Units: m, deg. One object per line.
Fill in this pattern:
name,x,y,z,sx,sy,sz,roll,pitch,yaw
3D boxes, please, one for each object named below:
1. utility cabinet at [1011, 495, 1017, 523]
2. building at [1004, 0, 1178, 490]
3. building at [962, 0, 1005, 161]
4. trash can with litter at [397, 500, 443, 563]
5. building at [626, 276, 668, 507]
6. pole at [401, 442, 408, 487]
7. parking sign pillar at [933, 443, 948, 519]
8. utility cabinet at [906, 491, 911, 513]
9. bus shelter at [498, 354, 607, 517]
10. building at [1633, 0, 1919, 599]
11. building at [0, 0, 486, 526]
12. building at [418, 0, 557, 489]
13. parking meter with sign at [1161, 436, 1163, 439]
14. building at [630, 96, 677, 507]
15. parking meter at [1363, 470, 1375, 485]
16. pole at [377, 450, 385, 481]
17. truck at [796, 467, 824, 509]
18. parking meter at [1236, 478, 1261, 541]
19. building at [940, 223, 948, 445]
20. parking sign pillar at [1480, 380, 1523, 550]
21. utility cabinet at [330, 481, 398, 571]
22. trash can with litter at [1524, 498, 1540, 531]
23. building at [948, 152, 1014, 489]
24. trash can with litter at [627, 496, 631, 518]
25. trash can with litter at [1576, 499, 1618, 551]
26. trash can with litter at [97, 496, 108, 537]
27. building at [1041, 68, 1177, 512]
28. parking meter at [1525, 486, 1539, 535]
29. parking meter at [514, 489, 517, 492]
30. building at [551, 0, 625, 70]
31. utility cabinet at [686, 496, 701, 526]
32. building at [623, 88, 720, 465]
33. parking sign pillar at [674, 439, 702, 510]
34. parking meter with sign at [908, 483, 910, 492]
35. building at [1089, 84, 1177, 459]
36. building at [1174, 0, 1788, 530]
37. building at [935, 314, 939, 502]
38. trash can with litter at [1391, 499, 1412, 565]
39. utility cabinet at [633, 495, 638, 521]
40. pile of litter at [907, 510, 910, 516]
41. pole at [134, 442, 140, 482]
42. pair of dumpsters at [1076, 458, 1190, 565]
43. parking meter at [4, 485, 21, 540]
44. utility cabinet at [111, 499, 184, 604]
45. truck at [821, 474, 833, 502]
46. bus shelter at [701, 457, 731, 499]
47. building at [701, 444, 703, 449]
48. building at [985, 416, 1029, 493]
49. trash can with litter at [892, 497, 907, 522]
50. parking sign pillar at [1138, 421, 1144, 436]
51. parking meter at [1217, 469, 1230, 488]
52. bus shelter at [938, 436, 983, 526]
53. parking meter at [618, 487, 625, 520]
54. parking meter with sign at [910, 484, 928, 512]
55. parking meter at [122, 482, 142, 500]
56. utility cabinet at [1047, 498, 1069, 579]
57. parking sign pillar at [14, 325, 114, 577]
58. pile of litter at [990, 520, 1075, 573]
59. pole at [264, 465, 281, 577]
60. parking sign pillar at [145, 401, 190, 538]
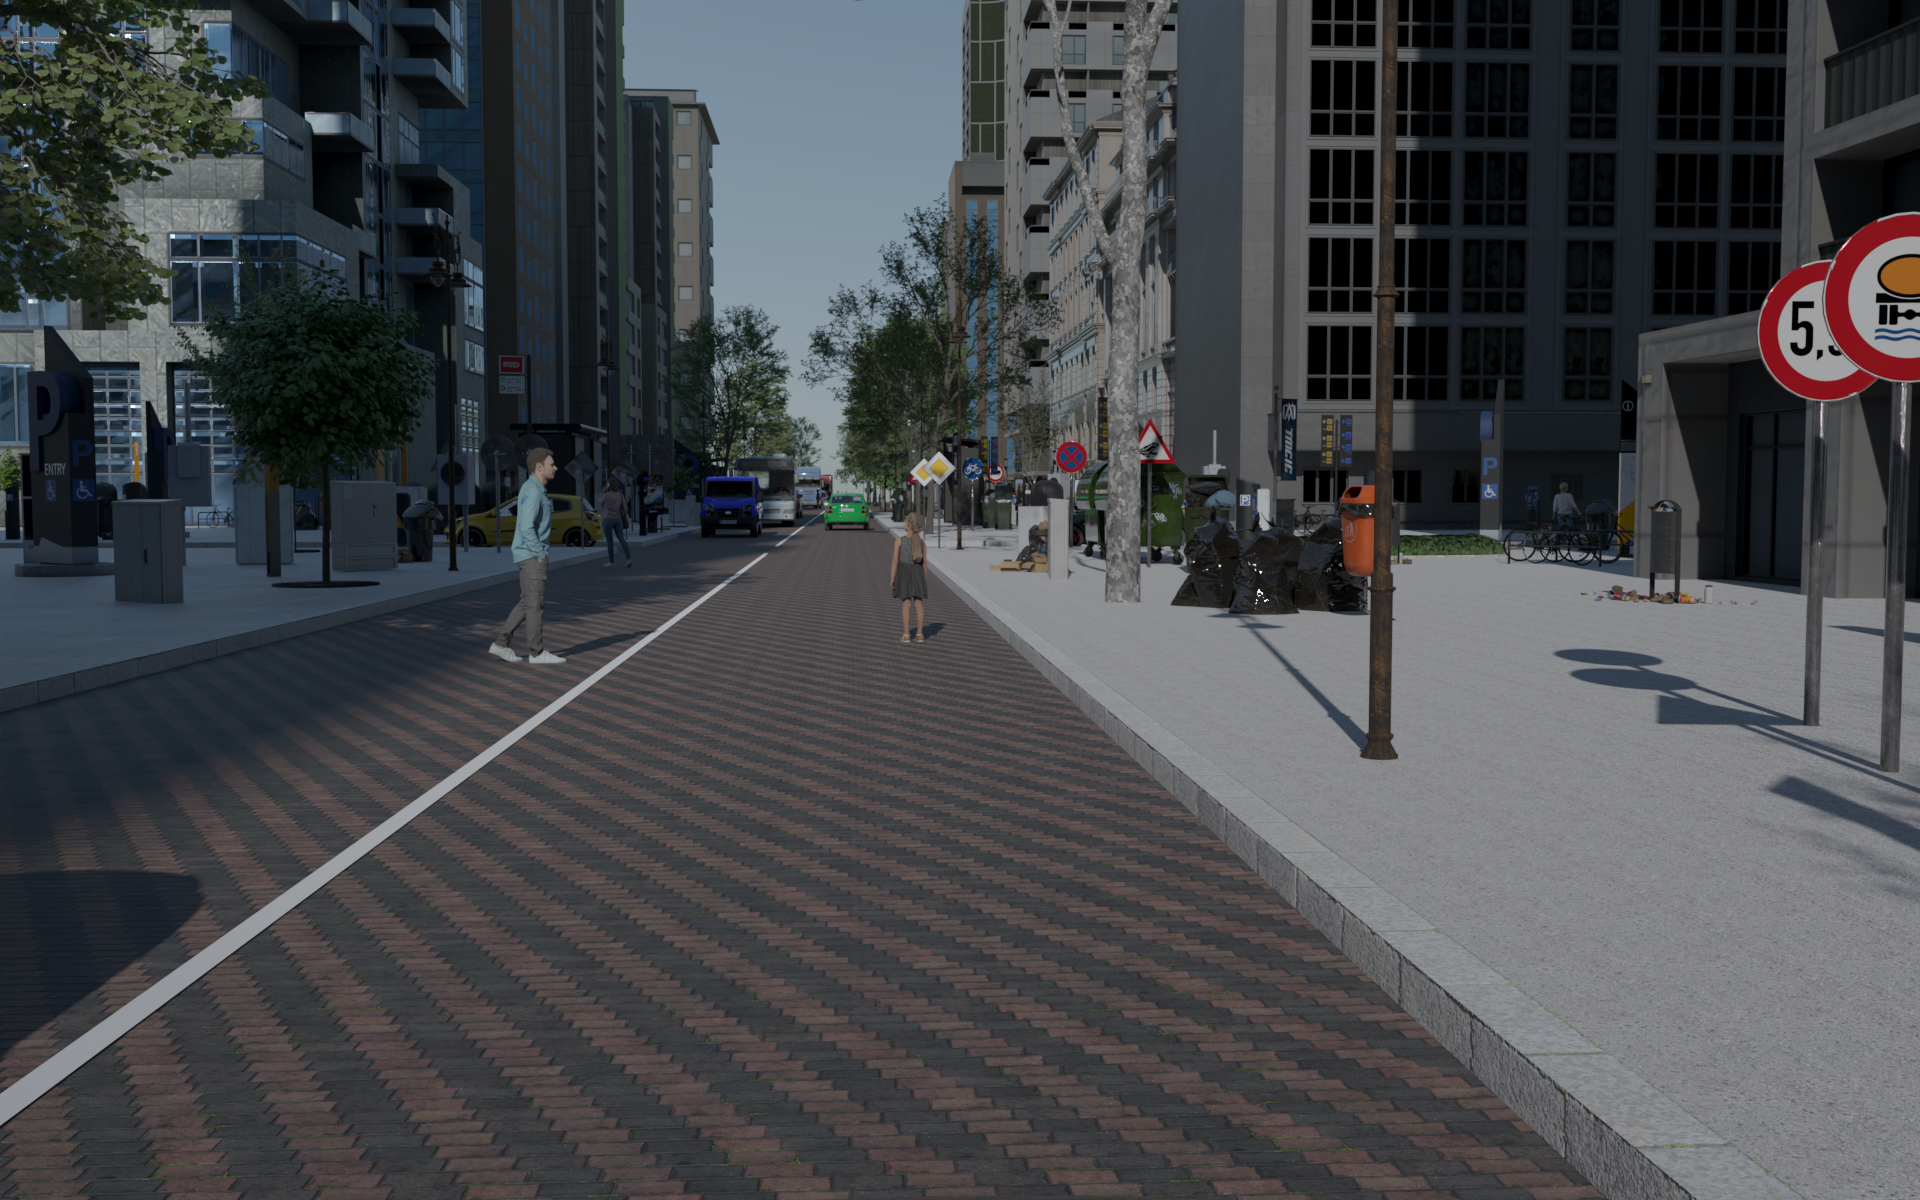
utility cabinet,2.597,-4.057,77.500,1.020,1.237,0.306,-2,4,-23
building,18.386,-34.380,151.359,28.713,52.752,27.495,0,4,-4
building,8.945,-49.297,244.260,20.563,71.187,20.611,0,4,-4
trash can with litter,-10.269,-1.295,32.565,0.624,1.170,1.055,1,4,20
building,-41.013,-18.720,151.103,27.650,21.520,28.899,0,4,-4
pole,-15.154,-3.266,47.249,0.158,3.312,0.155,0,3,0
parking sign pillar,-0.812,-6.248,90.631,1.447,3.967,1.447,-1,4,-13
utility cabinet,-3.369,-6.095,108.330,0.318,1.500,1.173,1,4,13
bus shelter,-12.362,-4.589,52.658,2.179,5.291,8.768,0,4,-4
building,21.231,-35.272,14.944,20.563,71.187,20.611,0,4,-4
building,-35.496,-47.014,81.345,22.319,86.520,31.000,0,4,-4
building,-34.786,-28.327,113.254,14.600,45.320,14.200,0,4,-4
parking meter with sign,5.155,-3.385,51.604,1.738,3.016,0.543,-2,4,-29
building,-36.112,-29.901,172.480,14.154,41.232,14.086,0,4,-4
parking meter,9.894,-2.205,41.768,0.255,1.863,0.399,0,4,-4
pole,-16.556,-3.406,49.532,0.158,3.312,0.155,0,3,0
truck,-15.266,-11.356,175.431,2.967,4.110,18.799,0,4,-4
parking meter,4.424,-1.113,26.614,0.372,1.533,0.369,0,3,0
building,3.917,-35.396,262.322,14.154,41.232,14.086,0,4,-4
parking sign pillar,12.384,-3.170,40.302,1.447,3.967,1.447,1,4,21
utility cabinet,-9.949,-1.241,28.964,0.318,1.500,1.173,2,4,27
trash can with litter,19.582,-2.931,58.984,1.678,1.210,2.233,0,4,-3
building,5.781,-35.311,227.437,14.600,45.320,14.200,0,4,-4
trash can with litter,-17.229,-4.947,92.273,1.055,1.170,0.624,2,4,30
trash can with litter,14.464,-1.711,39.362,0.624,1.170,1.055,3,5,43
trash can with litter,-26.050,-2.530,52.420,1.678,1.210,2.233,-2,4,-32
building,12.798,-19.267,112.283,12.463,27.353,25.104,0,4,-4
parking meter,17.865,-2.794,54.094,0.372,1.533,0.369,0,3,0
parking meter,-22.283,-4.830,87.384,0.372,1.533,0.369,0,3,0
building,-32.788,-27.246,129.069,14.154,41.232,14.086,0,4,-4
utility cabinet,-10.755,-3.588,69.818,0.306,1.237,1.020,-2,4,-29
building,-46.875,-39.149,229.319,28.713,52.752,27.495,0,4,-4
parking sign pillar,-13.280,-5.880,84.603,1.447,3.967,1.447,-2,4,-26
parking meter with sign,-3.769,-7.811,123.964,1.738,3.016,0.543,0,4,4
building,14.805,-15.058,87.993,13.314,21.916,24.055,0,4,-4
building,21.429,-16.719,66.857,24.014,27.812,14.314,0,4,-4
building,2.822,-30.892,276.779,14.160,30.474,14.107,0,4,-4
trash can with litter,7.426,-1.275,31.901,2.233,1.210,1.678,0,4,-4
utility cabinet,-15.460,-4.365,82.525,0.306,1.237,1.020,-1,4,-18
pile of litter,-3.213,-4.990,95.547,1.719,0.858,1.176,2,4,31
pole,-32.223,-4.525,67.829,0.158,3.312,0.155,0,3,0
pair of dumpsters,3.281,-1.878,33.204,1.574,2.255,4.437,0,4,-4
parking meter,-26.752,-2.475,48.885,0.372,1.533,0.369,0,3,0
utility cabinet,-9.649,-0.575,20.561,1.020,1.237,0.306,2,4,34
truck,-19.643,-15.866,248.315,2.839,4.237,11.283,0,4,-2
bus shelter,-15.966,-7.446,113.031,1.731,3.624,6.357,0,4,-4
building,-50.448,-34.465,255.386,32.217,40.220,23.993,0,4,-4
building,18.343,-29.725,177.886,32.217,40.220,23.993,0,4,-4
trash can with litter,-2.558,-4.105,78.506,1.055,1.170,0.624,1,4,20
parking sign pillar,6.552,-4.536,62.639,1.447,3.967,1.447,-2,4,-24
parking meter,6.000,-2.067,39.512,0.255,1.863,0.399,1,4,15
bus shelter,-0.015,-4.993,72.922,1.731,3.624,6.357,0,4,-4
parking meter,-15.676,-4.564,80.329,0.399,1.863,0.255,1,4,18
parking meter with sign,-2.067,-6.850,108.262,1.738,3.016,0.543,1,4,10
parking meter,-17.805,-1.765,37.271,0.372,1.533,0.369,0,3,0
utility cabinet,1.509,-0.942,26.561,0.306,1.237,1.020,0,4,1
parking sign pillar,-14.155,-2.376,27.316,1.447,3.967,1.447,3,4,38
pile of litter,1.187,-0.903,28.736,1.176,0.858,1.719,-1,4,-23
pole,-10.657,-2.016,26.805,0.158,3.312,0.155,0,3,0
parking sign pillar,-23.447,-3.816,50.857,1.447,3.967,1.447,-1,4,-9
